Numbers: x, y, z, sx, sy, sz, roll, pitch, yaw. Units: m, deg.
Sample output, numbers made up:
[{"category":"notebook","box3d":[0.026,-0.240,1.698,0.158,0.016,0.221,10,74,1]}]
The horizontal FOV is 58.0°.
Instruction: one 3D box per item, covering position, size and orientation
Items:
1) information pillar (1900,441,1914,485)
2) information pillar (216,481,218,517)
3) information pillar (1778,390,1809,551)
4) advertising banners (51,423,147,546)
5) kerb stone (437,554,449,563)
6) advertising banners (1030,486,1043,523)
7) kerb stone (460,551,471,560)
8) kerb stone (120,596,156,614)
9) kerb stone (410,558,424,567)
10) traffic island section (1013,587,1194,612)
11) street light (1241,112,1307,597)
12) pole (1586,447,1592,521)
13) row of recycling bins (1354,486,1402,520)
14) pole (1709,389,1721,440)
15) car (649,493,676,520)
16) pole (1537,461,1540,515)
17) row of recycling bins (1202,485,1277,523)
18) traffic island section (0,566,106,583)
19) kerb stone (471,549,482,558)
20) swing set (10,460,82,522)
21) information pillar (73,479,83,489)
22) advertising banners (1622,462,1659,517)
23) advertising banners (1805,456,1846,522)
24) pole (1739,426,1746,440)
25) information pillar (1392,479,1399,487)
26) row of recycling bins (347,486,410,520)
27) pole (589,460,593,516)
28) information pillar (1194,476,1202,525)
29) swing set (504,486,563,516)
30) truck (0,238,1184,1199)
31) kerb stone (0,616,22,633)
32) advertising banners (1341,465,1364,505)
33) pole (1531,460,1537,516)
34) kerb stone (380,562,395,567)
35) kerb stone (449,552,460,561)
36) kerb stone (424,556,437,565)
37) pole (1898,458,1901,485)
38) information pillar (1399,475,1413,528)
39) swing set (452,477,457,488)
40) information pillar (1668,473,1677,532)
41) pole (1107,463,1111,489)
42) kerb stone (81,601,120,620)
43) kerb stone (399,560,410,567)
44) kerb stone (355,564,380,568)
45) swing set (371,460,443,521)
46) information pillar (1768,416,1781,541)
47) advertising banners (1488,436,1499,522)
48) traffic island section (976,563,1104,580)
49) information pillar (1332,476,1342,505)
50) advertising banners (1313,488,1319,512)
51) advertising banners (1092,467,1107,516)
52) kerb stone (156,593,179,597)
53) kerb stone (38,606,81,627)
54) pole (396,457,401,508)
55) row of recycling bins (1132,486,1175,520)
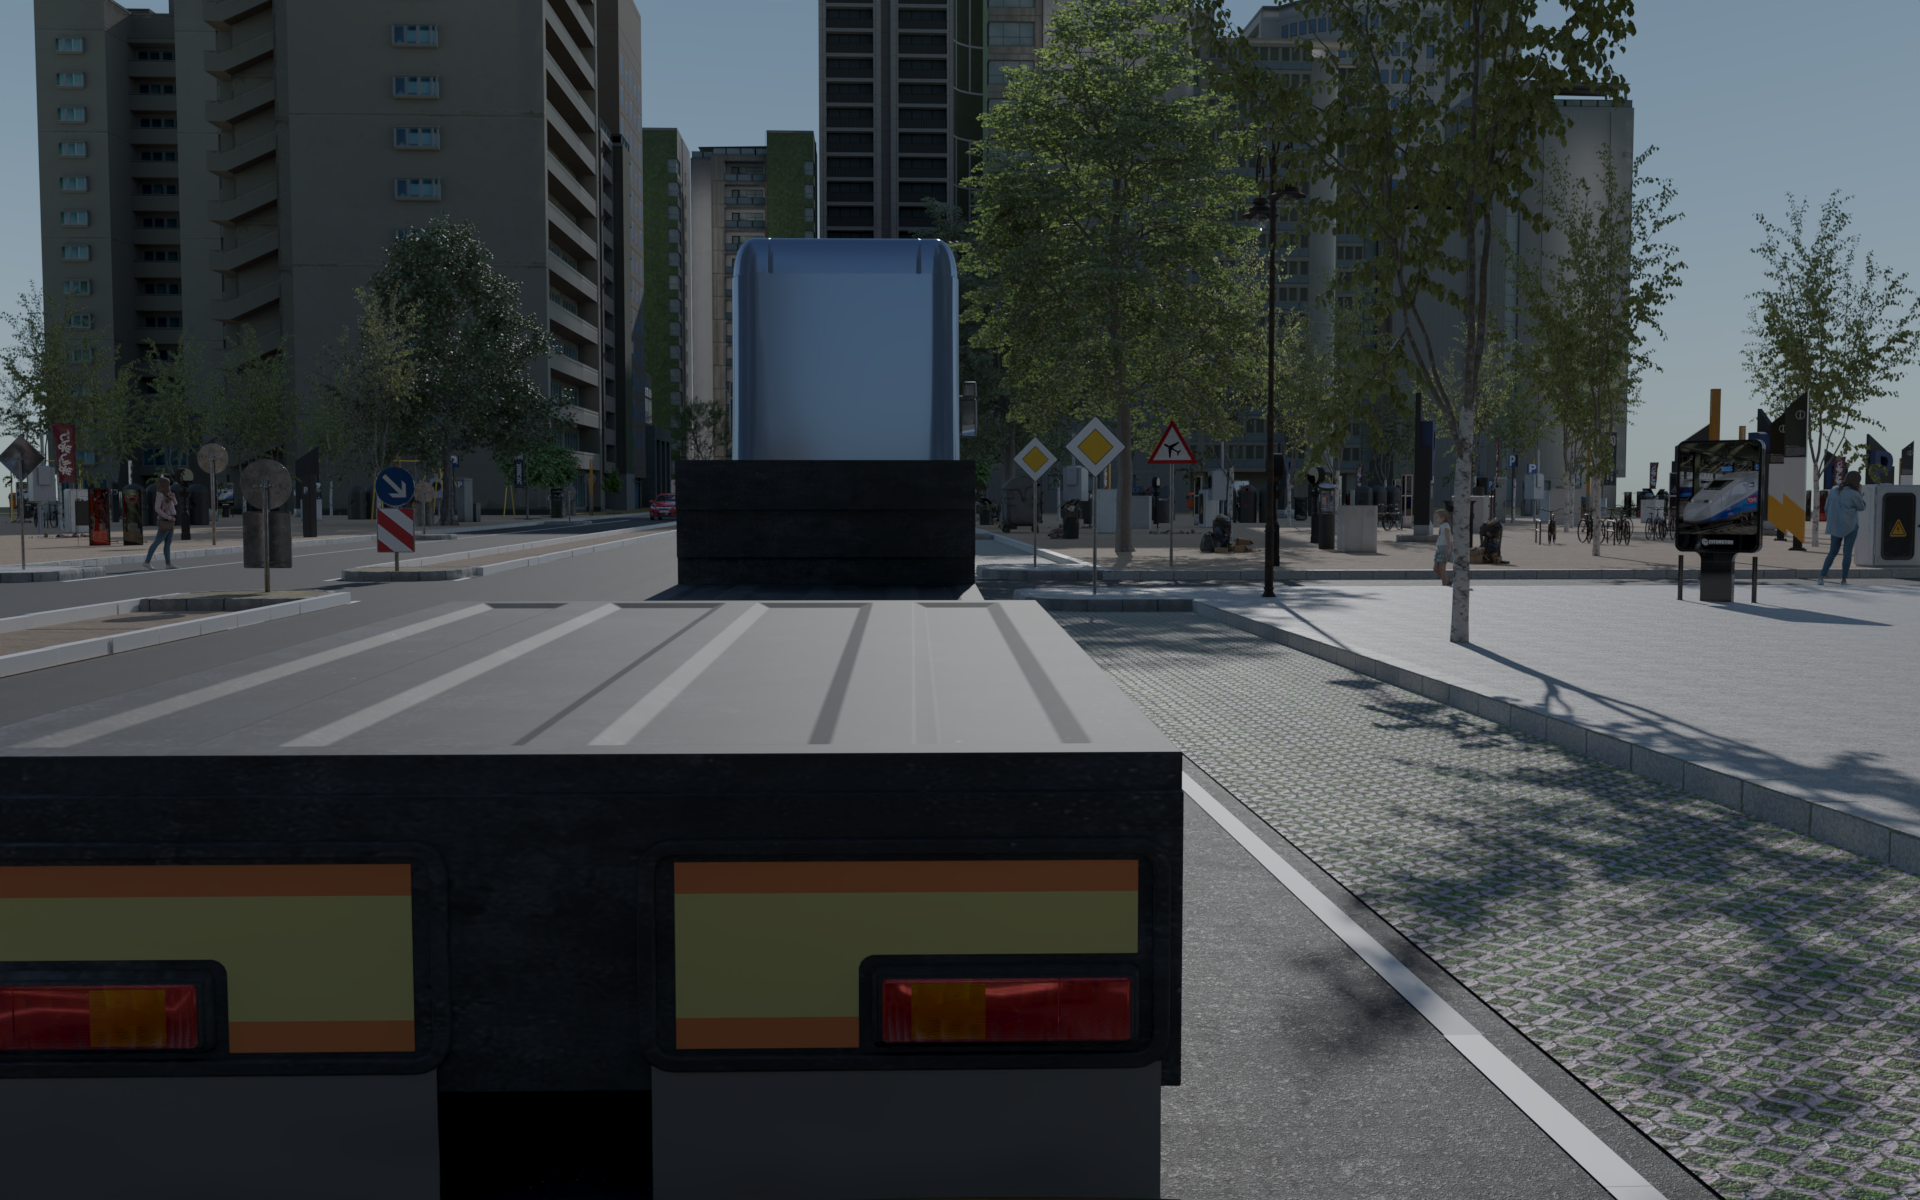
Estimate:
[{"category":"information pillar","box3d":[41.286,-5.147,75.501,0.504,3.616,0.183,1,4,18]},{"category":"information pillar","box3d":[-40.428,-5.462,93.798,0.304,2.012,0.304,0,4,8]},{"category":"information pillar","box3d":[18.919,-2.926,39.197,0.504,3.616,0.183,3,5,44]},{"category":"advertising banners","box3d":[-21.392,-2.867,43.058,2.074,3.025,0.090,-1,4,-19]},{"category":"kerb stone","box3d":[-10.823,-0.830,35.876,0.120,0.150,1.000,0,4,-3]},{"category":"advertising banners","box3d":[3.333,-4.908,76.434,0.090,3.025,2.074,-1,4,-14]},{"category":"kerb stone","box3d":[-10.934,-0.962,37.924,0.120,0.150,1.000,0,4,-3]},{"category":"kerb stone","box3d":[-10.037,0.074,20.981,0.120,0.150,1.000,0,4,-3]},{"category":"kerb stone","box3d":[-10.715,-0.711,33.827,0.120,0.150,1.000,0,4,-3]},{"category":"traffic island section","box3d":[1.758,-0.005,22.369,2.009,0.180,2.903,0,4,-3]},{"category":"street light","box3d":[3.851,-2.975,21.423,0.468,5.910,1.993,0,4,-3]},{"category":"pole","box3d":[26.472,-4.836,72.912,0.158,3.312,0.155,0,3,0]},{"category":"row of recycling bins","box3d":[20.769,-4.750,84.776,3.534,1.692,1.069,-2,4,-33]},{"category":"pole","box3d":[14.612,-2.431,33.584,0.158,3.312,0.155,0,3,0]},{"category":"car","box3d":[-16.089,-5.325,96.097,2.155,1.783,4.494,0,4,-1]},{"category":"pole","box3d":[35.503,-6.891,106.507,0.158,3.312,0.155,0,3,0]},{"category":"row of recycling bins","box3d":[12.358,-4.289,77.235,3.534,1.692,1.069,0,4,8]},{"category":"traffic island section","box3d":[-15.933,-0.437,29.433,2.009,0.180,2.903,0,4,-3]},{"category":"kerb stone","box3d":[-10.978,-1.022,38.945,0.120,0.150,1.000,0,4,-3]},{"category":"swing set","box3d":[-42.265,-5.030,79.866,3.119,2.851,2.862,-2,4,-28]},{"category":"information pillar","box3d":[-42.223,-4.798,82.937,0.304,2.012,0.304,0,4,7]},{"category":"advertising banners","box3d":[37.538,-6.077,95.542,0.090,3.025,2.074,-3,5,-40]},{"category":"advertising banners","box3d":[40.302,-5.183,80.932,0.090,3.025,2.074,-3,5,-39]},{"category":"pole","box3d":[23.339,-3.542,51.754,0.158,3.312,0.155,0,3,0]},{"category":"information pillar","box3d":[21.933,-5.052,87.099,0.304,2.012,0.304,-1,4,-13]},{"category":"row of recycling bins","box3d":[-29.477,-4.949,88.024,1.069,1.692,3.534,2,4,34]},{"category":"pole","box3d":[-21.861,-6.659,102.711,0.158,3.312,0.155,0,3,0]},{"category":"information pillar","box3d":[9.752,-4.064,70.933,0.304,2.012,0.304,1,4,14]},{"category":"swing set","box3d":[-25.085,-6.342,101.308,3.119,2.851,2.862,0,4,-2]},{"category":"truck","box3d":[-1.046,-1.392,12.513,2.967,4.110,18.799,0,4,-2]},{"category":"kerb stone","box3d":[-9.864,0.269,17.916,0.120,0.150,1.000,0,4,-3]},{"category":"advertising banners","box3d":[23.704,-6.694,105.636,0.090,3.025,2.074,-3,5,-44]},{"category":"pole","box3d":[33.779,-6.630,102.246,0.158,3.312,0.155,0,3,0]},{"category":"kerb stone","box3d":[-10.603,-0.586,31.781,0.120,0.150,1.000,0,4,-3]},{"category":"kerb stone","box3d":[-10.877,-0.899,36.896,0.120,0.150,1.000,0,4,-3]},{"category":"kerb stone","box3d":[-10.764,-0.774,34.855,0.120,0.150,1.000,0,4,-3]},{"category":"pole","box3d":[53.235,-6.376,98.092,0.158,3.312,0.155,0,3,0]},{"category":"information pillar","box3d":[16.894,-3.730,65.483,0.304,2.012,0.304,-1,4,-15]},{"category":"swing set","box3d":[-30.855,-6.427,102.699,2.862,2.851,3.119,0,4,2]},{"category":"information pillar","box3d":[24.465,-3.355,59.339,0.304,2.012,0.304,2,4,33]},{"category":"pole","box3d":[7.528,-5.746,87.786,0.158,3.312,0.155,0,3,0]},{"category":"kerb stone","box3d":[-9.989,0.137,19.959,0.120,0.150,1.000,0,4,-3]},{"category":"kerb stone","box3d":[-10.662,-0.649,32.806,0.120,0.150,1.000,0,4,-3]},{"category":"kerb stone","box3d":[-10.554,-0.520,30.758,0.120,0.150,1.000,0,4,-3]},{"category":"swing set","box3d":[-25.800,-5.079,80.666,3.119,2.851,2.862,-2,4,-30]},{"category":"information pillar","box3d":[22.459,-3.434,47.494,0.504,3.616,0.183,2,4,26]},{"category":"advertising banners","box3d":[16.510,-3.510,53.573,0.090,3.025,2.074,1,4,11]},{"category":"traffic island section","box3d":[1.334,-0.493,30.343,2.009,0.180,2.903,0,4,-3]},{"category":"information pillar","box3d":[15.344,-4.040,70.545,0.304,2.012,0.304,2,4,31]},{"category":"advertising banners","box3d":[21.868,-6.659,105.062,0.090,3.025,2.074,2,4,25]},{"category":"advertising banners","box3d":[8.151,-6.469,101.952,0.090,3.025,2.074,3,5,41]},{"category":"kerb stone","box3d":[-10.081,0.016,22.006,0.120,0.150,1.000,0,4,-3]},{"category":"kerb stone","box3d":[-9.929,0.199,18.939,0.120,0.150,1.000,0,4,-3]},{"category":"pole","box3d":[-27.076,-5.486,83.543,0.158,3.312,0.155,0,3,0]},{"category":"row of recycling bins","box3d":[9.159,-4.780,85.264,1.069,1.692,3.534,-3,5,-44]}]
